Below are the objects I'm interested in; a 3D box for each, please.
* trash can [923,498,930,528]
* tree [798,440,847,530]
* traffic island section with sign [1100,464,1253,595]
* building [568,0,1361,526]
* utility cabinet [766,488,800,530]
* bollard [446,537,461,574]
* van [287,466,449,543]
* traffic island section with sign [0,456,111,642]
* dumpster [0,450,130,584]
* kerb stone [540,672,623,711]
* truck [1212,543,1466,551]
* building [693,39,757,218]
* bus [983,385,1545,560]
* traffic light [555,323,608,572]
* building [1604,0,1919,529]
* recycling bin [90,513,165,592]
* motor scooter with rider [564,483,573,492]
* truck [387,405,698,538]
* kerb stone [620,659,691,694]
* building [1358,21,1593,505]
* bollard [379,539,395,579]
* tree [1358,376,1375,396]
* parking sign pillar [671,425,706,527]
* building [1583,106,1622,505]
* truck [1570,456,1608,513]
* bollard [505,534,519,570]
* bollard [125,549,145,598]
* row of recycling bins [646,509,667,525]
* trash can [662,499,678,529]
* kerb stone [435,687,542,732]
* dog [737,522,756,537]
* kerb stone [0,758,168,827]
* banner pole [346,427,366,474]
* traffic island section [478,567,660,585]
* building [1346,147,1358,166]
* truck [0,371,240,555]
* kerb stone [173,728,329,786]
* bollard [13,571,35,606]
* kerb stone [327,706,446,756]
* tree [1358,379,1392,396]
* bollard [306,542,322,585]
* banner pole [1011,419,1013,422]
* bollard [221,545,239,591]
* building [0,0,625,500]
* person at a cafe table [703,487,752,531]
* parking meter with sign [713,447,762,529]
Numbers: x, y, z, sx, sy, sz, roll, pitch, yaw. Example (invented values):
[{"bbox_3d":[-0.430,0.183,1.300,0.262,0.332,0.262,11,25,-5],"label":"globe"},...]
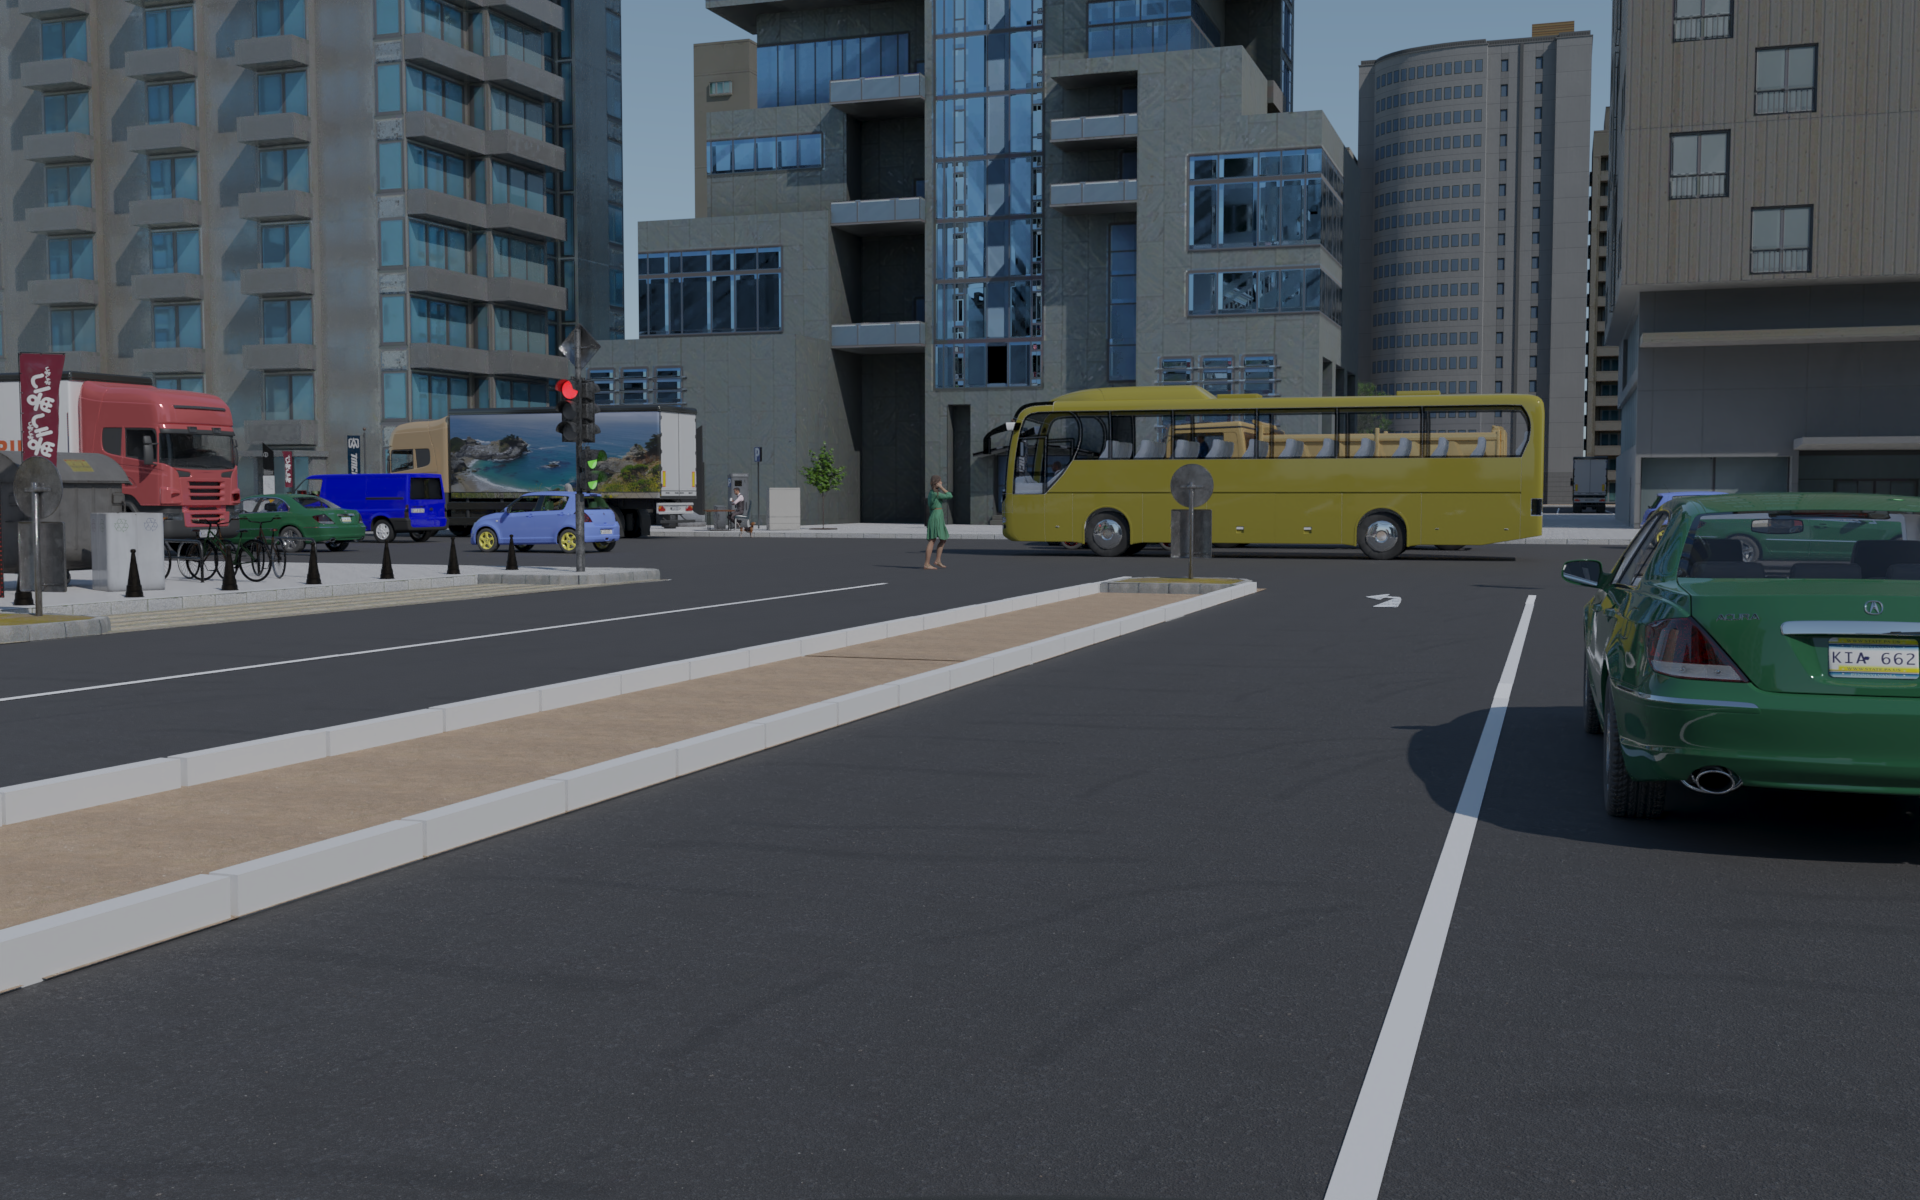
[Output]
[{"bbox_3d":[-1.047,-3.285,65.371,0.748,1.137,0.748,0,3,0],"label":"trash can"},{"bbox_3d":[-4.813,-4.149,62.436,1.663,3.219,1.824,0,3,0],"label":"tree"},{"bbox_3d":[3.286,-1.066,25.565,2.006,1.907,1.989,1,4,19],"label":"traffic island section with sign"},{"bbox_3d":[1.793,-46.700,76.216,31.000,86.520,22.319,1,4,19],"label":"building"},{"bbox_3d":[-6.253,-3.213,61.214,1.173,1.500,0.318,-2,4,-29],"label":"utility cabinet"},{"bbox_3d":[-8.115,-0.715,27.725,0.229,0.601,0.229,0,3,0],"label":"bollard"},{"bbox_3d":[-18.051,-2.906,51.890,5.245,2.365,2.240,1,4,21],"label":"van"},{"bbox_3d":[-9.822,-0.540,17.461,1.989,1.847,2.006,1,4,19],"label":"traffic island section with sign"},{"bbox_3d":[-12.488,-1.093,23.635,1.264,1.857,1.865,1,4,19],"label":"dumpster"},{"bbox_3d":[-2.629,0.634,11.828,0.120,0.150,1.000,1,4,19],"label":"kerb stone"},{"bbox_3d":[9.366,-3.065,46.040,9.791,3.379,3.469,1,4,19],"label":"truck"},{"bbox_3d":[-12.626,-33.784,176.070,21.600,48.544,21.300,1,4,19],"label":"building"},{"bbox_3d":[6.786,-2.923,39.341,12.252,3.916,2.896,1,4,18],"label":"bus"},{"bbox_3d":[-6.253,-2.420,28.489,0.839,4.253,0.868,1,4,19],"label":"traffic light"},{"bbox_3d":[39.974,-29.309,68.449,27.495,52.752,28.713,1,4,19],"label":"building"},{"bbox_3d":[-11.126,-0.648,23.155,0.722,1.027,0.722,-3,5,-43],"label":"recycling bin"},{"bbox_3d":[-11.443,-2.498,49.802,1.986,1.779,0.876,1,4,21],"label":"motor scooter with rider"},{"bbox_3d":[-14.233,-4.180,57.256,11.283,4.237,2.839,1,4,20],"label":"truck"},{"bbox_3d":[-2.295,0.575,12.798,0.120,0.150,1.000,1,4,19],"label":"kerb stone"},{"bbox_3d":[65.809,-41.659,223.124,28.212,58.520,21.231,1,4,19],"label":"building"},{"bbox_3d":[-8.661,-0.619,26.163,0.229,0.601,0.229,0,3,0],"label":"bollard"},{"bbox_3d":[26.851,-13.429,129.927,12.009,13.543,11.850,0,3,0],"label":"tree"},{"bbox_3d":[-10.740,-4.876,68.202,1.447,3.967,1.447,0,4,6],"label":"parking sign pillar"},{"bbox_3d":[89.801,-36.263,216.607,21.600,48.544,21.300,1,4,19],"label":"building"},{"bbox_3d":[48.941,-8.915,134.675,2.839,4.237,11.283,1,4,20],"label":"truck"},{"bbox_3d":[-7.578,-0.809,29.273,0.229,0.601,0.229,0,3,0],"label":"bollard"},{"bbox_3d":[-10.271,-0.336,21.528,0.229,0.601,0.229,0,3,0],"label":"bollard"},{"bbox_3d":[-12.496,-3.917,71.155,3.534,1.692,1.069,1,4,17],"label":"row of recycling bins"},{"bbox_3d":[-10.750,-3.211,64.151,0.748,1.137,0.748,0,3,0],"label":"trash can"},{"bbox_3d":[-2.971,0.693,10.861,0.120,0.150,1.000,1,4,19],"label":"kerb stone"},{"bbox_3d":[-7.063,-2.323,57.273,0.406,0.507,0.540,2,4,29],"label":"dog"},{"bbox_3d":[-3.995,0.872,7.936,0.120,0.150,1.000,1,4,19],"label":"kerb stone"},{"bbox_3d":[-22.571,-4.588,65.038,0.863,3.779,0.401,-2,4,-30],"label":"banner pole"},{"bbox_3d":[-6.287,-0.389,28.636,2.009,0.180,2.903,1,4,19],"label":"traffic island section"},{"bbox_3d":[42.708,-37.284,233.291,21.600,48.544,21.300,1,4,19],"label":"building"},{"bbox_3d":[-21.896,-3.202,41.269,11.283,4.237,2.839,1,4,20],"label":"truck"},{"bbox_3d":[-3.651,0.812,8.917,0.120,0.150,1.000,1,4,19],"label":"kerb stone"},{"bbox_3d":[-10.810,-0.241,19.981,0.229,0.601,0.229,0,3,0],"label":"bollard"},{"bbox_3d":[-3.308,0.757,9.884,0.120,0.150,1.000,1,4,19],"label":"kerb stone"},{"bbox_3d":[35.215,-14.090,156.121,9.928,11.665,9.643,0,3,0],"label":"tree"},{"bbox_3d":[-9.194,-0.525,24.620,0.229,0.601,0.229,0,3,0],"label":"bollard"},{"bbox_3d":[1.930,-4.127,57.497,0.863,3.779,0.401,3,5,40],"label":"banner pole"},{"bbox_3d":[-9.736,-0.430,23.071,0.229,0.601,0.229,0,3,0],"label":"bollard"},{"bbox_3d":[-34.298,-28.859,91.459,30.456,49.044,23.786,1,4,19],"label":"building"},{"bbox_3d":[-8.147,-3.201,60.856,1.622,1.524,1.698,-1,4,-12],"label":"person at a cafe table"},{"bbox_3d":[-8.187,-4.127,63.740,1.738,3.016,0.543,-2,4,-29],"label":"parking meter with sign"}]
